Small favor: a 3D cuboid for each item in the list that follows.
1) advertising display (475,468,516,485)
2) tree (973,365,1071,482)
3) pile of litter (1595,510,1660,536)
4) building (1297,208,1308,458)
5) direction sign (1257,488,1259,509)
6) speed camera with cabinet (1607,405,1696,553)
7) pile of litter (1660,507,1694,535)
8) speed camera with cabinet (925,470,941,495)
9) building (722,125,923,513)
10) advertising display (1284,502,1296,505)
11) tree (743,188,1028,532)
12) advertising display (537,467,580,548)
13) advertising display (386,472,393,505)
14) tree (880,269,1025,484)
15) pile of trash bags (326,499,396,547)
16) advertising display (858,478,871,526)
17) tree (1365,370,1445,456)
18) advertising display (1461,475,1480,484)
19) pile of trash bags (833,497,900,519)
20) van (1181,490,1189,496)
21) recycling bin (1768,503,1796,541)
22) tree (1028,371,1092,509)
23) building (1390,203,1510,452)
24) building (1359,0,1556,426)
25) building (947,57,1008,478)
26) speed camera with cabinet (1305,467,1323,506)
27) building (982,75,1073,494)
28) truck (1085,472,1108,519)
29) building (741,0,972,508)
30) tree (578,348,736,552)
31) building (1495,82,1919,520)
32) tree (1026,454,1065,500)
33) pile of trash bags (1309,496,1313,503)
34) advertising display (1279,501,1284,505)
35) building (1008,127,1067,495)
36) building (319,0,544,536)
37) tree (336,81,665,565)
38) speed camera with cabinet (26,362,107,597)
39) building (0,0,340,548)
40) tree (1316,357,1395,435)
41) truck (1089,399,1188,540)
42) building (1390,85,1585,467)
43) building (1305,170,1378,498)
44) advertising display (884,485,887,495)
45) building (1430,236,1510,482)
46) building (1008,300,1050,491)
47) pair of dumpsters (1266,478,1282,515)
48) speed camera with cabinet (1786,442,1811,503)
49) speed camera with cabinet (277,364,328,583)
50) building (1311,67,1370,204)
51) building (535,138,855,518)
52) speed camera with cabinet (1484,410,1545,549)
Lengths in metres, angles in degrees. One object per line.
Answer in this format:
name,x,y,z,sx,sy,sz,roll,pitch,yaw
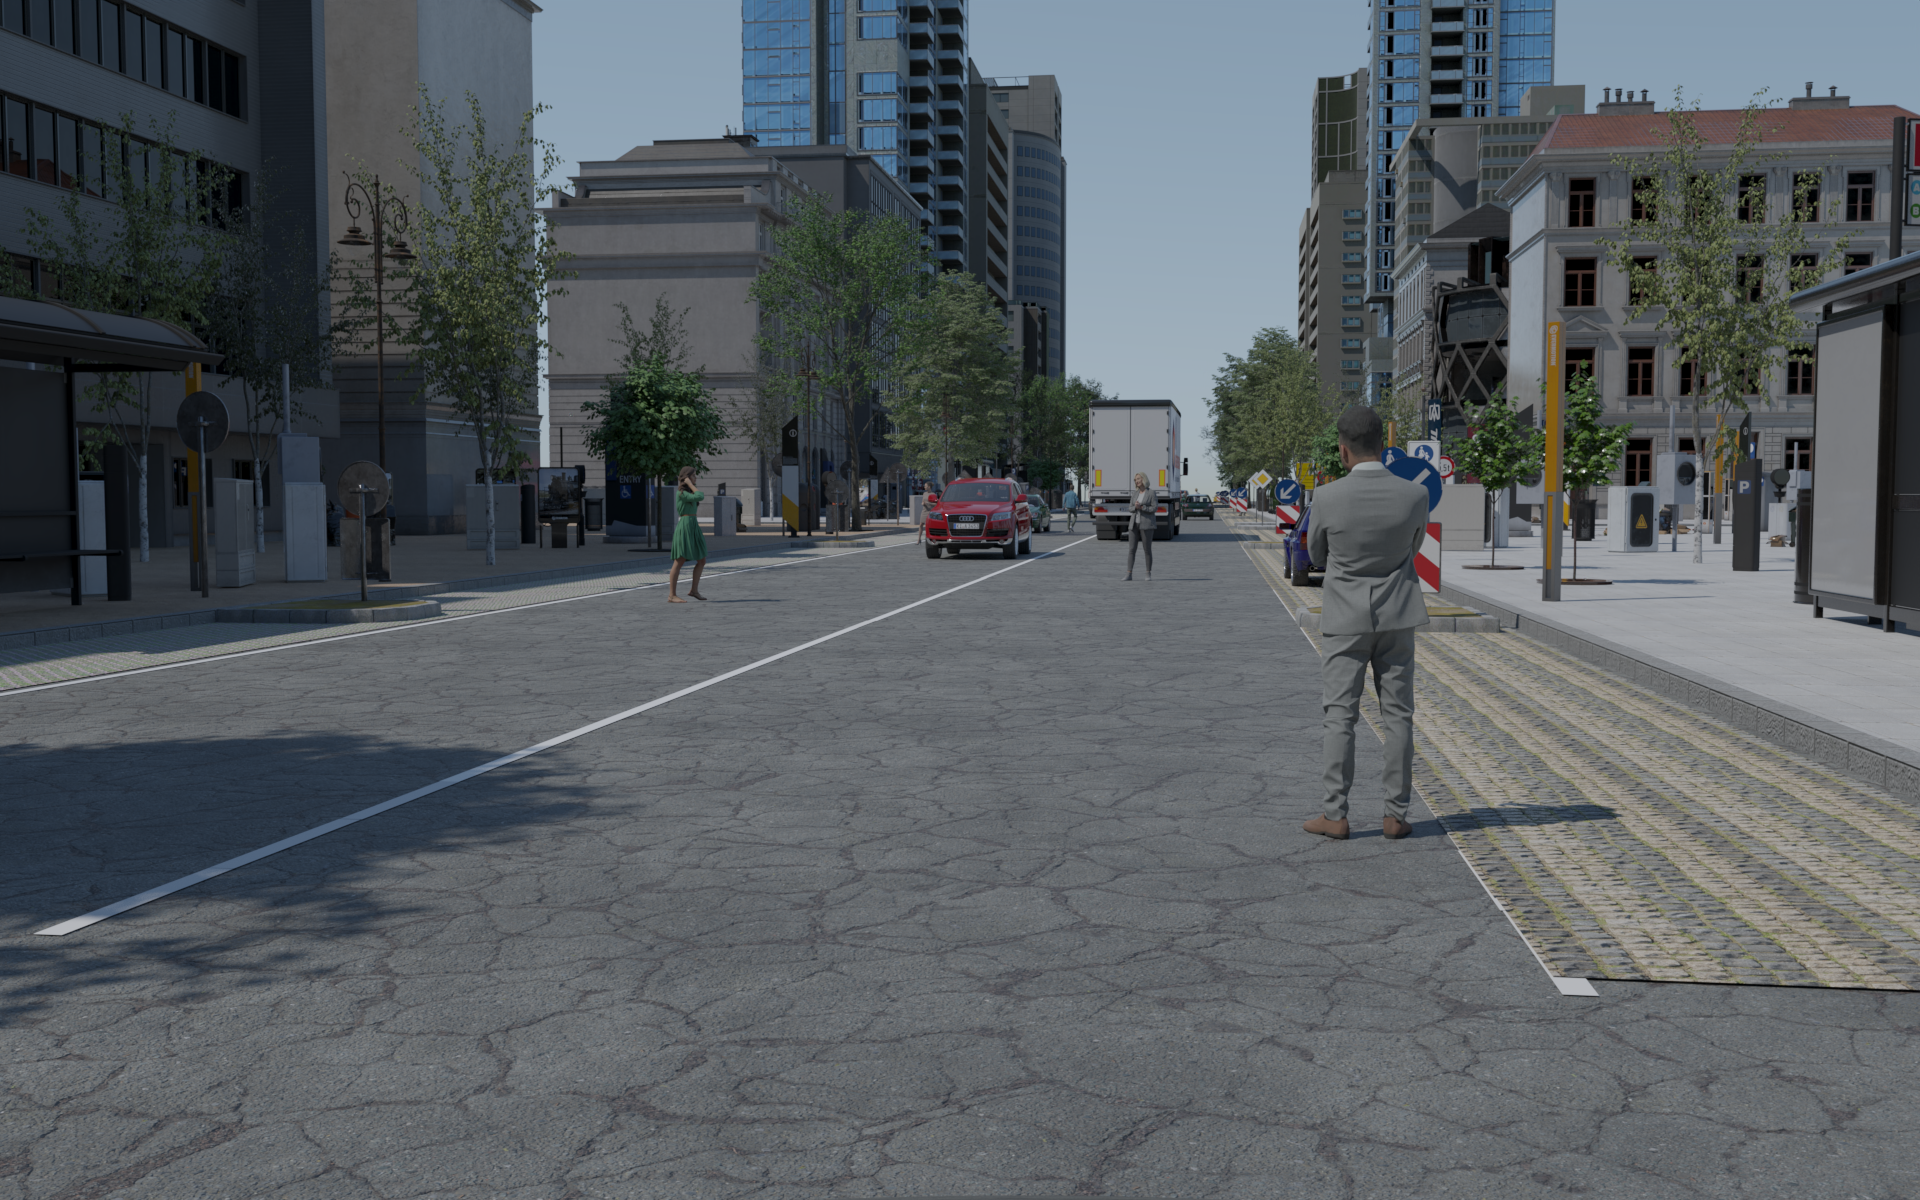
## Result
advertising display,-11.551,-2.319,43.130,0.974,1.923,0.123,-1,4,-20
tree,4.168,-11.463,121.840,8.767,10.594,7.601,2,4,30
pile of litter,20.361,-2.409,53.349,1.176,0.858,1.719,-3,5,-42
building,65.015,-39.838,275.055,21.300,48.544,21.600,0,4,8
direction sign,24.832,-9.310,144.210,0.876,3.537,0.379,-3,5,-41
speed camera with cabinet,15.302,-2.684,38.227,2.038,3.252,0.660,-1,4,-22
pile of litter,22.753,-2.532,55.371,1.719,0.858,1.176,0,4,-6
speed camera with cabinet,-2.046,-8.937,140.457,0.660,3.252,2.038,2,4,32
building,-11.560,-20.507,128.803,14.314,27.812,24.014,0,4,8
advertising display,17.439,-5.270,91.375,0.974,1.923,0.123,-2,4,-28
tree,-3.712,-8.188,59.621,9.928,11.665,9.643,0,3,0
advertising display,-9.512,-2.193,41.069,0.974,1.923,0.123,-1,4,-14
advertising display,-16.724,-2.719,49.664,0.123,1.923,0.974,3,5,42
tree,-0.091,-10.367,87.622,7.486,12.596,7.792,0,3,0
pile of trash bags,-14.903,-2.016,42.717,1.912,1.369,3.447,-1,4,-18
advertising display,-3.960,-4.010,70.784,0.123,1.923,0.974,-3,4,-37
tree,26.781,-9.379,103.706,4.737,8.622,4.395,0,3,0
advertising display,16.749,-3.155,56.806,0.123,1.923,0.974,-1,4,-16
pile of trash bags,-4.860,-4.765,87.664,3.447,1.369,1.912,-1,4,-23
van,22.691,-10.394,176.957,2.013,2.044,4.112,1,4,10
recycling bin,22.883,-2.160,47.869,0.722,1.027,0.722,-1,4,-13
tree,7.605,-13.522,146.834,9.928,11.665,9.643,0,3,0
building,41.215,-18.997,139.483,11.050,23.489,19.941,0,4,8
building,54.842,-54.017,195.846,22.319,86.520,31.000,0,4,8
building,-6.257,-35.115,197.826,21.300,48.544,21.600,0,4,8
speed camera with cabinet,19.297,-6.197,95.659,2.038,3.252,0.660,1,4,21
building,9.239,-52.793,301.409,20.563,71.187,20.611,0,4,8
truck,9.189,-7.065,104.420,2.839,4.237,11.283,0,4,7
building,-9.914,-52.477,170.671,22.319,86.520,31.000,0,4,8
tree,-6.687,-3.372,38.846,4.285,4.588,4.351,0,3,0
building,39.690,-15.555,90.477,21.152,22.565,11.583,0,4,8
tree,6.743,-9.422,137.756,4.285,4.588,4.351,0,3,0
pile of trash bags,28.389,-7.893,138.805,1.912,1.369,3.447,2,4,33
advertising display,16.645,-5.190,90.066,0.123,1.923,0.974,1,4,9
building,5.405,-44.999,277.728,21.231,58.520,28.212,0,4,8
building,-24.559,-12.812,58.622,18.267,20.994,9.793,0,4,8
tree,-8.611,-4.922,30.841,4.737,8.622,4.395,0,3,0
speed camera with cabinet,-11.456,-1.706,22.233,2.038,3.252,0.660,3,5,44
building,-25.831,-13.104,33.320,14.314,24.678,30.058,0,4,8
tree,21.030,-8.697,92.563,4.360,8.622,3.978,0,3,0
truck,5.936,-4.160,56.926,2.839,4.237,11.283,1,4,9
building,55.667,-29.208,169.427,32.217,40.220,23.993,0,4,8
building,62.521,-38.524,253.571,21.300,48.544,21.600,0,4,8
advertising display,-5.197,-7.051,120.501,0.123,1.923,0.974,0,4,-6
building,41.468,-15.512,121.068,16.820,18.784,16.811,0,4,8
building,5.661,-29.695,257.219,14.160,30.474,14.107,0,4,8
pair of dumpsters,20.263,-6.550,109.583,1.574,2.255,4.437,0,4,8
speed camera with cabinet,32.398,-4.370,65.793,0.660,3.252,2.038,-1,4,-18
speed camera with cabinet,-9.829,-1.929,25.882,0.660,3.252,2.038,-1,4,-22
building,68.420,-52.425,295.392,20.563,71.187,20.611,0,4,8
building,-15.144,-16.114,105.260,13.314,21.916,24.055,0,4,8
speed camera with cabinet,12.989,-2.863,41.143,2.038,3.252,0.660,3,5,41
